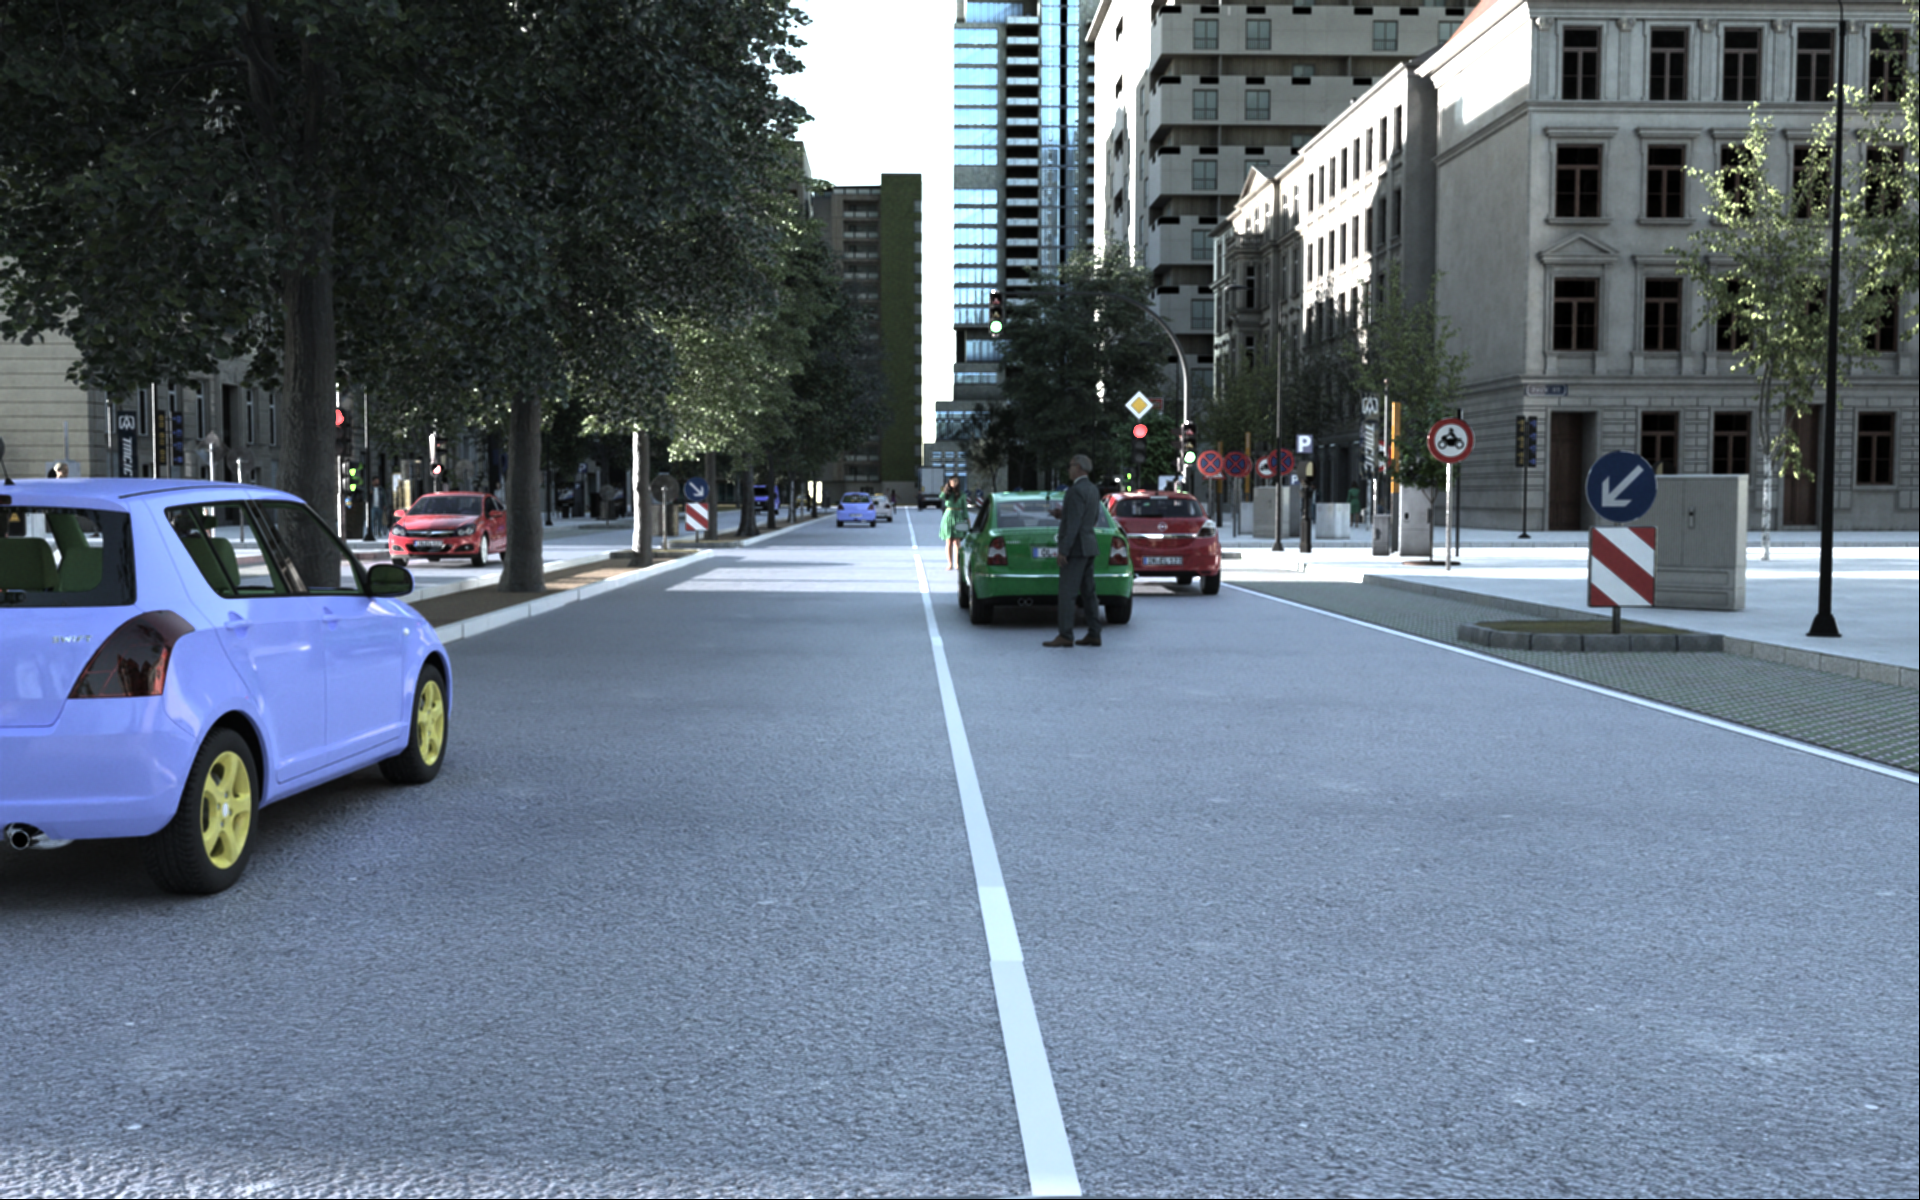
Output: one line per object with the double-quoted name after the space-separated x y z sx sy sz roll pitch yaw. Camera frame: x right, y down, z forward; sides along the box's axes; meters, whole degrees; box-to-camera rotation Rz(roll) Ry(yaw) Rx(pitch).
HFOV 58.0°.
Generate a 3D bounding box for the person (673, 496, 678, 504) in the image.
-30.513 -10.878 184.586 0.721 1.739 1.217 3 4 37 "person"

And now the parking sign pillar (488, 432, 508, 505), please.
-20.133 -5.328 75.587 1.447 3.967 1.447 0 4 5 "parking sign pillar"

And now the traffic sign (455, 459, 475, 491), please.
-18.158 -3.877 63.493 0.768 2.556 0.104 0 4 6 "traffic sign"

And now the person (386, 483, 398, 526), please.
-22.537 -3.835 68.921 0.537 1.800 0.526 0 4 1 "person"

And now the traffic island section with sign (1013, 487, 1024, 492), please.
3.193 -5.521 98.893 1.989 1.847 2.006 0 4 -2 "traffic island section with sign"

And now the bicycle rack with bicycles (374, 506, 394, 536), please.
-17.228 -2.504 54.329 2.852 0.926 2.925 -1 4 -15 "bicycle rack with bicycles"

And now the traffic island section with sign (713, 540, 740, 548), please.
-6.987 -2.348 46.526 2.006 1.907 1.989 0 4 -2 "traffic island section with sign"

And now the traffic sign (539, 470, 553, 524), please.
-17.813 -4.424 74.458 0.606 2.300 0.079 0 4 4 "traffic sign"

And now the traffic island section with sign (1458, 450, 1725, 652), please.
5.895 -0.485 16.558 1.989 1.847 2.006 0 4 -2 "traffic island section with sign"

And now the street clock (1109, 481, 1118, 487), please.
8.851 -5.818 99.699 0.471 2.002 0.358 1 4 20 "street clock"

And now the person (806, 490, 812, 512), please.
-12.368 -8.154 142.340 0.721 1.766 1.217 -2 4 -31 "person"

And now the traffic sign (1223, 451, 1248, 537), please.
8.136 -3.128 51.245 0.768 2.556 0.104 0 3 0 "traffic sign"

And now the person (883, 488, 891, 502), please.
-4.419 -5.797 103.628 0.599 1.781 0.374 0 4 -6 "person"

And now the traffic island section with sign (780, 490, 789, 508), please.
-18.015 -10.335 177.610 1.989 1.847 2.006 0 4 -2 "traffic island section with sign"

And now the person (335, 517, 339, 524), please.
-26.250 -4.045 72.205 0.620 1.820 0.660 -2 4 -26 "person"

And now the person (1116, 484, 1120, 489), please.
8.811 -5.566 97.049 0.388 1.821 0.555 -3 5 -44 "person"

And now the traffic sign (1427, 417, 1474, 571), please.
8.138 -1.755 28.800 0.768 2.556 0.104 0 4 3 "traffic sign"

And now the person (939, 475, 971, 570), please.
-0.106 -1.467 32.740 0.600 1.795 0.529 0 4 -5 "person"

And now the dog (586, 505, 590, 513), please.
-25.456 -6.247 118.971 0.406 0.507 0.540 0 4 -1 "dog"

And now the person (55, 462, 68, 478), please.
-15.849 -1.504 30.508 0.818 1.842 0.514 -3 5 -43 "person"

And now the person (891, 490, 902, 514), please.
-4.749 -6.979 123.284 1.217 1.739 0.721 0 4 -7 "person"

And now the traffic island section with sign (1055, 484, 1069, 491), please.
4.088 -3.866 71.839 1.989 1.847 2.006 0 4 -2 "traffic island section with sign"

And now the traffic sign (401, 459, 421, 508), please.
-16.106 -2.979 50.835 0.606 2.300 0.079 0 4 3 "traffic sign"

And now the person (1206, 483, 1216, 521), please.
11.882 -4.631 82.039 0.520 1.790 0.573 1 4 9 "person"

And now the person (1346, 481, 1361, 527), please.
15.189 -3.699 66.775 0.600 1.795 0.529 0 4 -8 "person"

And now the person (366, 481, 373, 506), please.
-23.278 -3.826 68.786 0.728 1.800 0.709 3 5 45 "person"

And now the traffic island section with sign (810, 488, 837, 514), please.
-9.457 -6.941 121.625 2.006 1.907 1.989 0 4 -2 "traffic island section with sign"

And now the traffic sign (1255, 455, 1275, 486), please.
10.070 -3.477 56.953 0.768 2.556 0.104 0 4 0 "traffic sign"

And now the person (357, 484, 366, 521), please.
-24.395 -3.936 70.203 0.447 1.846 0.655 2 4 25 "person"

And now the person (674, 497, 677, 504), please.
-32.894 -11.702 200.508 1.217 1.739 0.721 1 4 16 "person"

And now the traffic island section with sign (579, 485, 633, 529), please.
-14.523 -3.830 71.241 1.989 1.847 2.006 0 4 -2 "traffic island section with sign"

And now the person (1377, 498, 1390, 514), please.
15.796 -3.232 64.384 0.738 1.151 1.012 0 4 7 "person"

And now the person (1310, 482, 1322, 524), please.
15.381 -4.196 74.990 0.623 1.781 0.721 2 4 25 "person"

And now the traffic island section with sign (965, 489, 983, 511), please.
1.540 -8.616 149.501 1.989 1.847 2.006 0 4 -2 "traffic island section with sign"

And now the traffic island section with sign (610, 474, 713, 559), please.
-6.754 -1.895 39.123 2.006 1.907 1.989 0 4 -2 "traffic island section with sign"

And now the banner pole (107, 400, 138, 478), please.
-22.154 -3.410 45.764 0.863 3.779 0.401 -2 4 -24 "banner pole"

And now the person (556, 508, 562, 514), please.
-24.078 -5.973 104.448 0.760 1.731 0.466 1 4 22 "person"

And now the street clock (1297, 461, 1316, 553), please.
7.543 -2.029 37.750 0.358 2.002 0.471 3 5 40 "street clock"

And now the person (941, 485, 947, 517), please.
-0.543 -3.735 69.687 0.709 1.813 0.853 3 5 40 "person"

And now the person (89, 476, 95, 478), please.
-25.785 -2.779 51.595 0.709 1.813 0.853 1 4 23 "person"

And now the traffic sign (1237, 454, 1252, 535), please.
8.718 -3.298 54.030 0.768 2.556 0.104 0 4 1 "traffic sign"

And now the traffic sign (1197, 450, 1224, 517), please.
7.200 -3.044 49.877 0.768 2.556 0.104 0 4 4 "traffic sign"

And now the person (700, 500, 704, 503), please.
-24.262 -9.455 163.872 0.697 1.427 0.421 0 4 2 "person"

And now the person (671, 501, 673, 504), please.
-20.058 -6.730 120.319 0.590 1.304 0.306 0 4 8 "person"

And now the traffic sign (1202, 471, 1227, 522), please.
9.233 -3.848 62.914 0.884 2.594 0.081 0 4 3 "traffic sign"

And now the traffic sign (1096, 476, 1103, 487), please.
8.189 -6.342 103.794 0.768 2.556 0.104 0 4 3 "traffic sign"

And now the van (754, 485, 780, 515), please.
-13.547 -7.003 118.887 2.240 2.365 5.245 0 4 0 "van"

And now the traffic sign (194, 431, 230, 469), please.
-15.563 -2.222 36.063 0.795 2.593 0.064 0 4 6 "traffic sign"

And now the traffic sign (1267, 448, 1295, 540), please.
8.847 -2.919 47.827 0.768 2.556 0.104 0 4 0 "traffic sign"

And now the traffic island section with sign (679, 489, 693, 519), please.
-15.406 -5.477 98.182 1.989 1.847 2.006 0 4 -2 "traffic island section with sign"

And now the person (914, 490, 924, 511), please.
-3.522 -8.488 147.812 0.750 1.759 0.617 -3 4 -38 "person"

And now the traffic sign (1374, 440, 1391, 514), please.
9.703 -2.466 40.420 0.768 2.556 0.104 0 4 2 "traffic sign"

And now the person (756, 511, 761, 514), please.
-14.629 -7.137 125.289 1.348 1.812 0.705 2 4 28 "person"

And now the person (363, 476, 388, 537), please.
-17.141 -2.748 50.966 0.794 1.824 0.713 -1 4 -11 "person"

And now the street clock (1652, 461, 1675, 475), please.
15.381 -2.042 37.954 0.471 2.002 0.358 -1 4 -11 "street clock"

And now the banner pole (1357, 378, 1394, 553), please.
8.995 -2.901 37.444 0.863 3.779 0.401 -1 4 -12 "banner pole"

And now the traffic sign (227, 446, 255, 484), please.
-19.144 -2.814 46.116 0.768 2.556 0.104 0 4 2 "traffic sign"

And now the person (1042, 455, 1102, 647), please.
1.047 -0.470 16.365 0.590 1.801 0.661 2 4 25 "person"

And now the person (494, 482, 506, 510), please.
-19.474 -4.091 73.279 0.694 1.780 0.624 3 5 41 "person"
